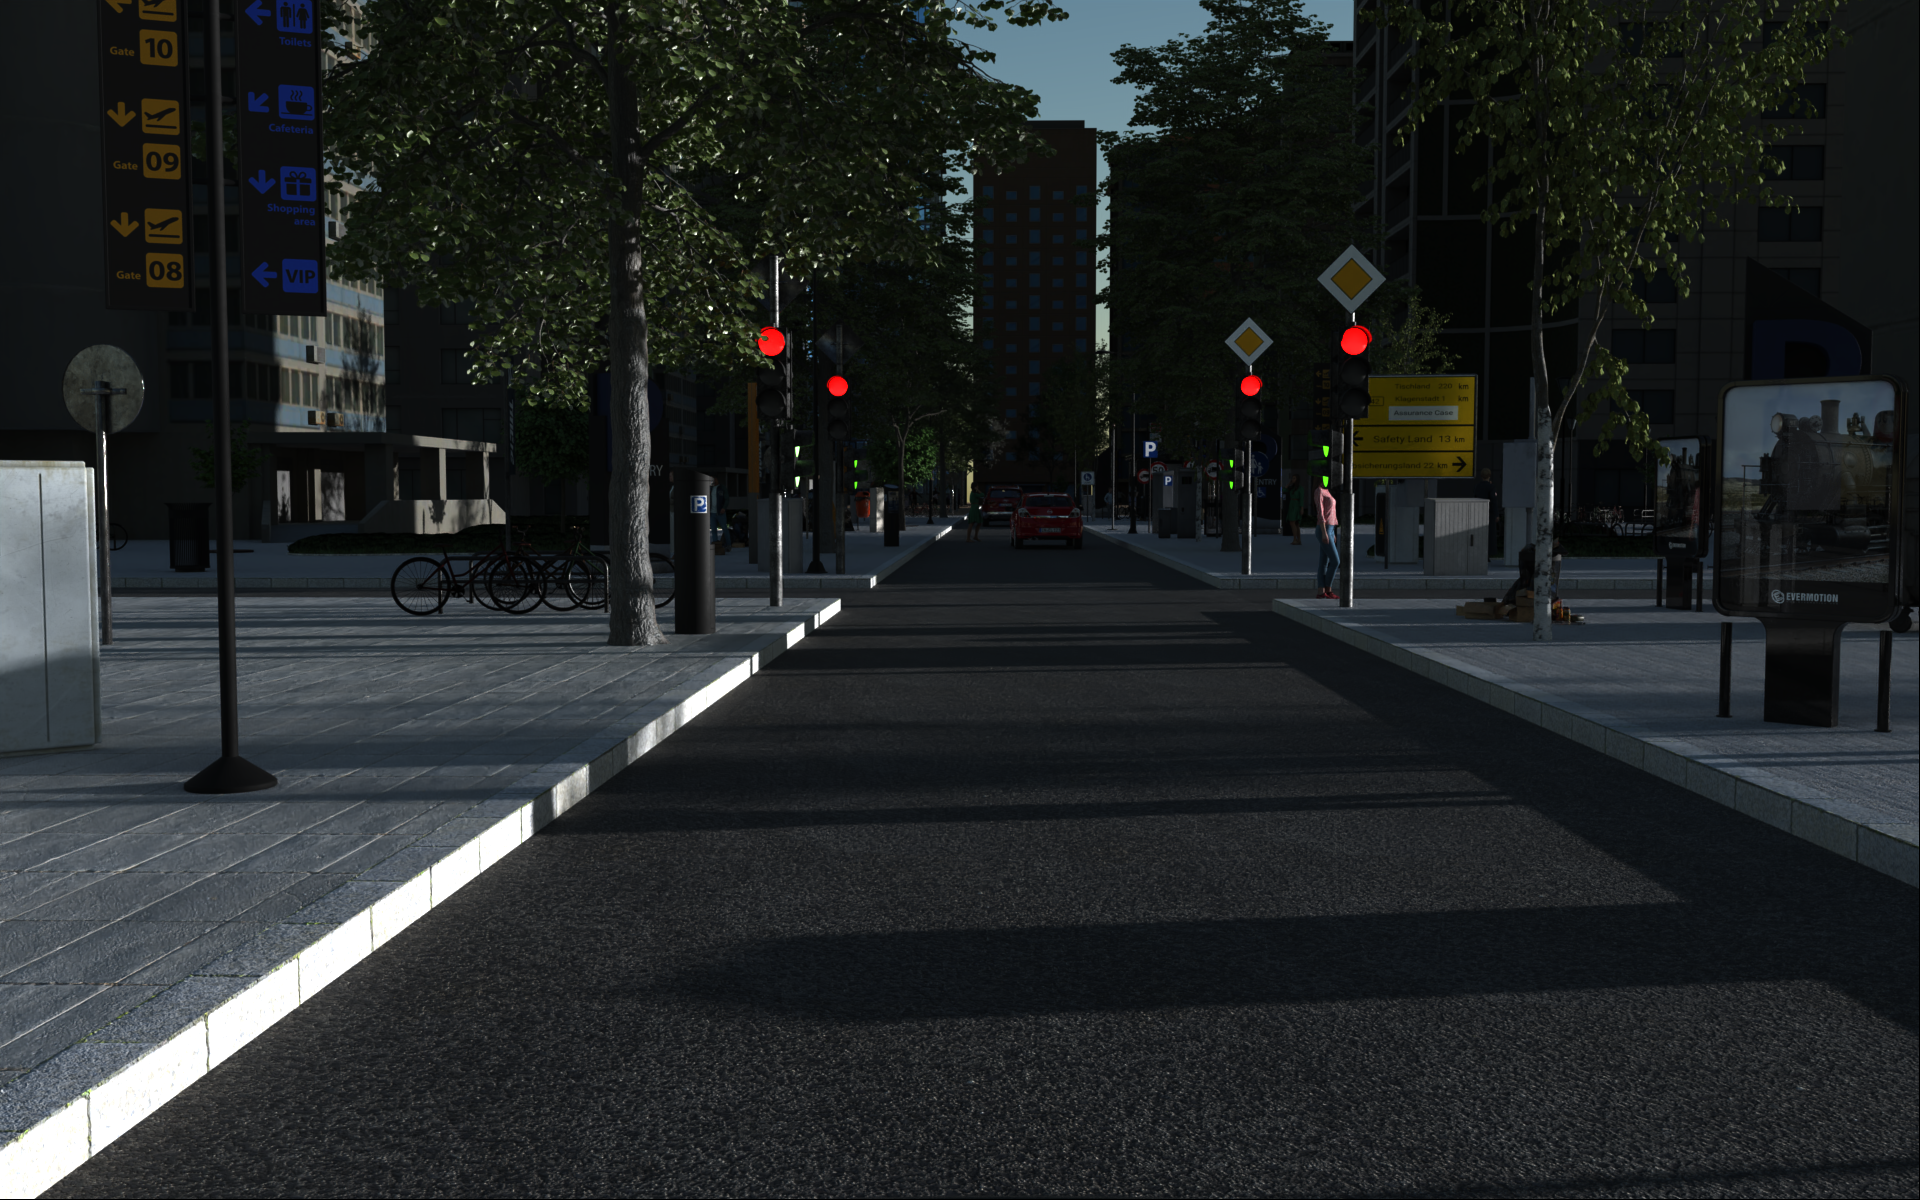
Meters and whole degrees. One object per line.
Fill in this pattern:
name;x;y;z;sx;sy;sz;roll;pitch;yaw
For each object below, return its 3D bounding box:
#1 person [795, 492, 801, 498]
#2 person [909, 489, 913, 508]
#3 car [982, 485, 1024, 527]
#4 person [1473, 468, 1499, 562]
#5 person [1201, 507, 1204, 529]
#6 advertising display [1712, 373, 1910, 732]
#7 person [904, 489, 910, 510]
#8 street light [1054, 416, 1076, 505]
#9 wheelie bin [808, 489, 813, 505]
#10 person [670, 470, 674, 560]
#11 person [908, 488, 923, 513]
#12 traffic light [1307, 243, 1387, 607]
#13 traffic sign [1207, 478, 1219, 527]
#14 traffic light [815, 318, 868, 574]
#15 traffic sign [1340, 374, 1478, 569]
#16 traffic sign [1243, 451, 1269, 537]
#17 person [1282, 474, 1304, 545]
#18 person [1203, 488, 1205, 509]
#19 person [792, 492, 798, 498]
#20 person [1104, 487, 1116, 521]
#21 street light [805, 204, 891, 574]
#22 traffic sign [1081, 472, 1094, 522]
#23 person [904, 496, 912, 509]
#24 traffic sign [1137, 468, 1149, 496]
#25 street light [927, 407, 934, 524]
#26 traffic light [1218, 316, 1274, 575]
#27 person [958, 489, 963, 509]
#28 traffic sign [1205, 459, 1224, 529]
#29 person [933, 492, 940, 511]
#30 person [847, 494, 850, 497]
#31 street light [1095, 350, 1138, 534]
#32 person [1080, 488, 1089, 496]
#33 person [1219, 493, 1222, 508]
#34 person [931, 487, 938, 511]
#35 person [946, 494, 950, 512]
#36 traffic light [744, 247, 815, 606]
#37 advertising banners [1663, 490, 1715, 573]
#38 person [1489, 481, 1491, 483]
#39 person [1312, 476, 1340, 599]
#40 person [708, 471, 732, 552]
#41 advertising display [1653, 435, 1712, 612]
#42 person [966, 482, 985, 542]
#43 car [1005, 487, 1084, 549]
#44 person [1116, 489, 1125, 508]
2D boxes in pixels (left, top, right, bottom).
person;-12.248;-7.408;130.401;0.697;1.427;0.421;3;4;36
person;-4.509;-9.310;158.707;0.568;1.767;0.683;3;5;42
car;2.012;-4.215;77.587;2.281;1.827;5.304;0;4;1
person;9.848;-1.591;32.473;0.576;1.772;0.534;2;4;30
person;8.300;-3.360;60.970;0.713;1.824;0.794;1;4;20
advertising display;4.692;-0.269;9.610;0.123;1.923;0.974;-3;5;-44
person;-4.264;-8.151;139.973;0.551;1.740;0.621;2;4;33
street light;6.240;-7.925;102.111;1.470;5.913;1.316;0;4;1
wheelie bin;-5.586;-3.651;67.596;0.693;1.594;0.980;1;4;13
person;-5.599;-1.669;33.880;0.362;1.759;0.519;-2;4;-30
person;-3.018;-6.713;116.317;1.217;1.766;0.721;-2;4;-29
traffic light;4.373;-1.875;19.584;0.839;4.253;0.868;0;4;1
traffic sign;9.946;-4.083;66.762;0.884;2.594;0.081;1;4;9
traffic light;-1.903;-2.372;27.700;0.839;4.253;0.868;0;4;1
traffic sign;7.620;-2.180;29.515;2.265;3.308;0.079;0;4;8
traffic sign;8.844;-3.161;51.793;0.768;2.556;0.104;0;4;8
person;8.470;-2.283;43.624;0.529;1.795;0.600;-3;5;-40
person;17.403;-7.229;124.961;0.721;1.735;1.217;1;4;18
person;-12.892;-7.782;136.460;0.628;1.438;0.799;0;4;-5
person;7.193;-4.593;82.945;0.589;1.601;0.330;-1;4;-16
street light;-1.789;-3.384;27.867;1.470;5.913;1.316;0;4;1
traffic sign;5.827;-4.707;79.089;0.606;2.300;0.079;1;4;9
person;-4.691;-8.458;144.291;1.348;1.831;0.705;0;4;5
traffic sign;9.186;-5.270;86.272;0.768;2.556;0.104;0;4;7
street light;-0.729;-6.199;73.900;1.470;5.913;1.316;0;4;1
traffic light;4.557;-2.364;27.567;0.839;4.253;0.868;0;4;1
person;-0.059;-8.914;152.473;0.721;1.739;1.217;2;4;24
traffic sign;9.322;-3.888;63.668;0.768;2.556;0.104;0;4;5
person;-1.689;-6.815;120.653;0.799;1.438;0.628;-1;4;-18
person;-9.991;-8.783;150.439;1.217;1.735;0.721;-3;4;-38
street light;5.066;-5.110;56.081;1.470;5.913;1.316;0;4;1
person;11.533;-9.418;160.009;1.348;1.826;0.705;-2;4;-28
person;17.237;-6.404;113.967;0.991;1.433;0.599;-1;4;-19
person;-1.894;-7.872;134.894;1.348;1.807;0.705;-3;5;-40
person;-0.701;-6.922;122.444;0.421;1.427;0.697;-2;4;-30
traffic light;-2.087;-1.884;19.717;0.839;4.253;0.868;0;4;1
advertising banners;12.469;-1.937;27.857;2.074;3.025;0.090;2;4;27
person;18.543;-3.332;61.114;0.593;1.750;0.643;-3;4;-37
person;4.858;-0.885;22.976;0.388;1.821;0.555;1;4;11
person;-5.354;-1.947;38.217;0.623;1.781;0.721;1;4;12
advertising display;8.013;-0.859;19.258;0.123;1.923;0.974;0;4;-7
person;0.414;-2.619;51.570;0.529;1.795;0.600;-1;4;-19
car;2.292;-2.298;46.605;2.155;1.783;4.494;0;4;0
person;14.994;-9.536;162.748;1.217;1.735;0.721;0;4;-6
